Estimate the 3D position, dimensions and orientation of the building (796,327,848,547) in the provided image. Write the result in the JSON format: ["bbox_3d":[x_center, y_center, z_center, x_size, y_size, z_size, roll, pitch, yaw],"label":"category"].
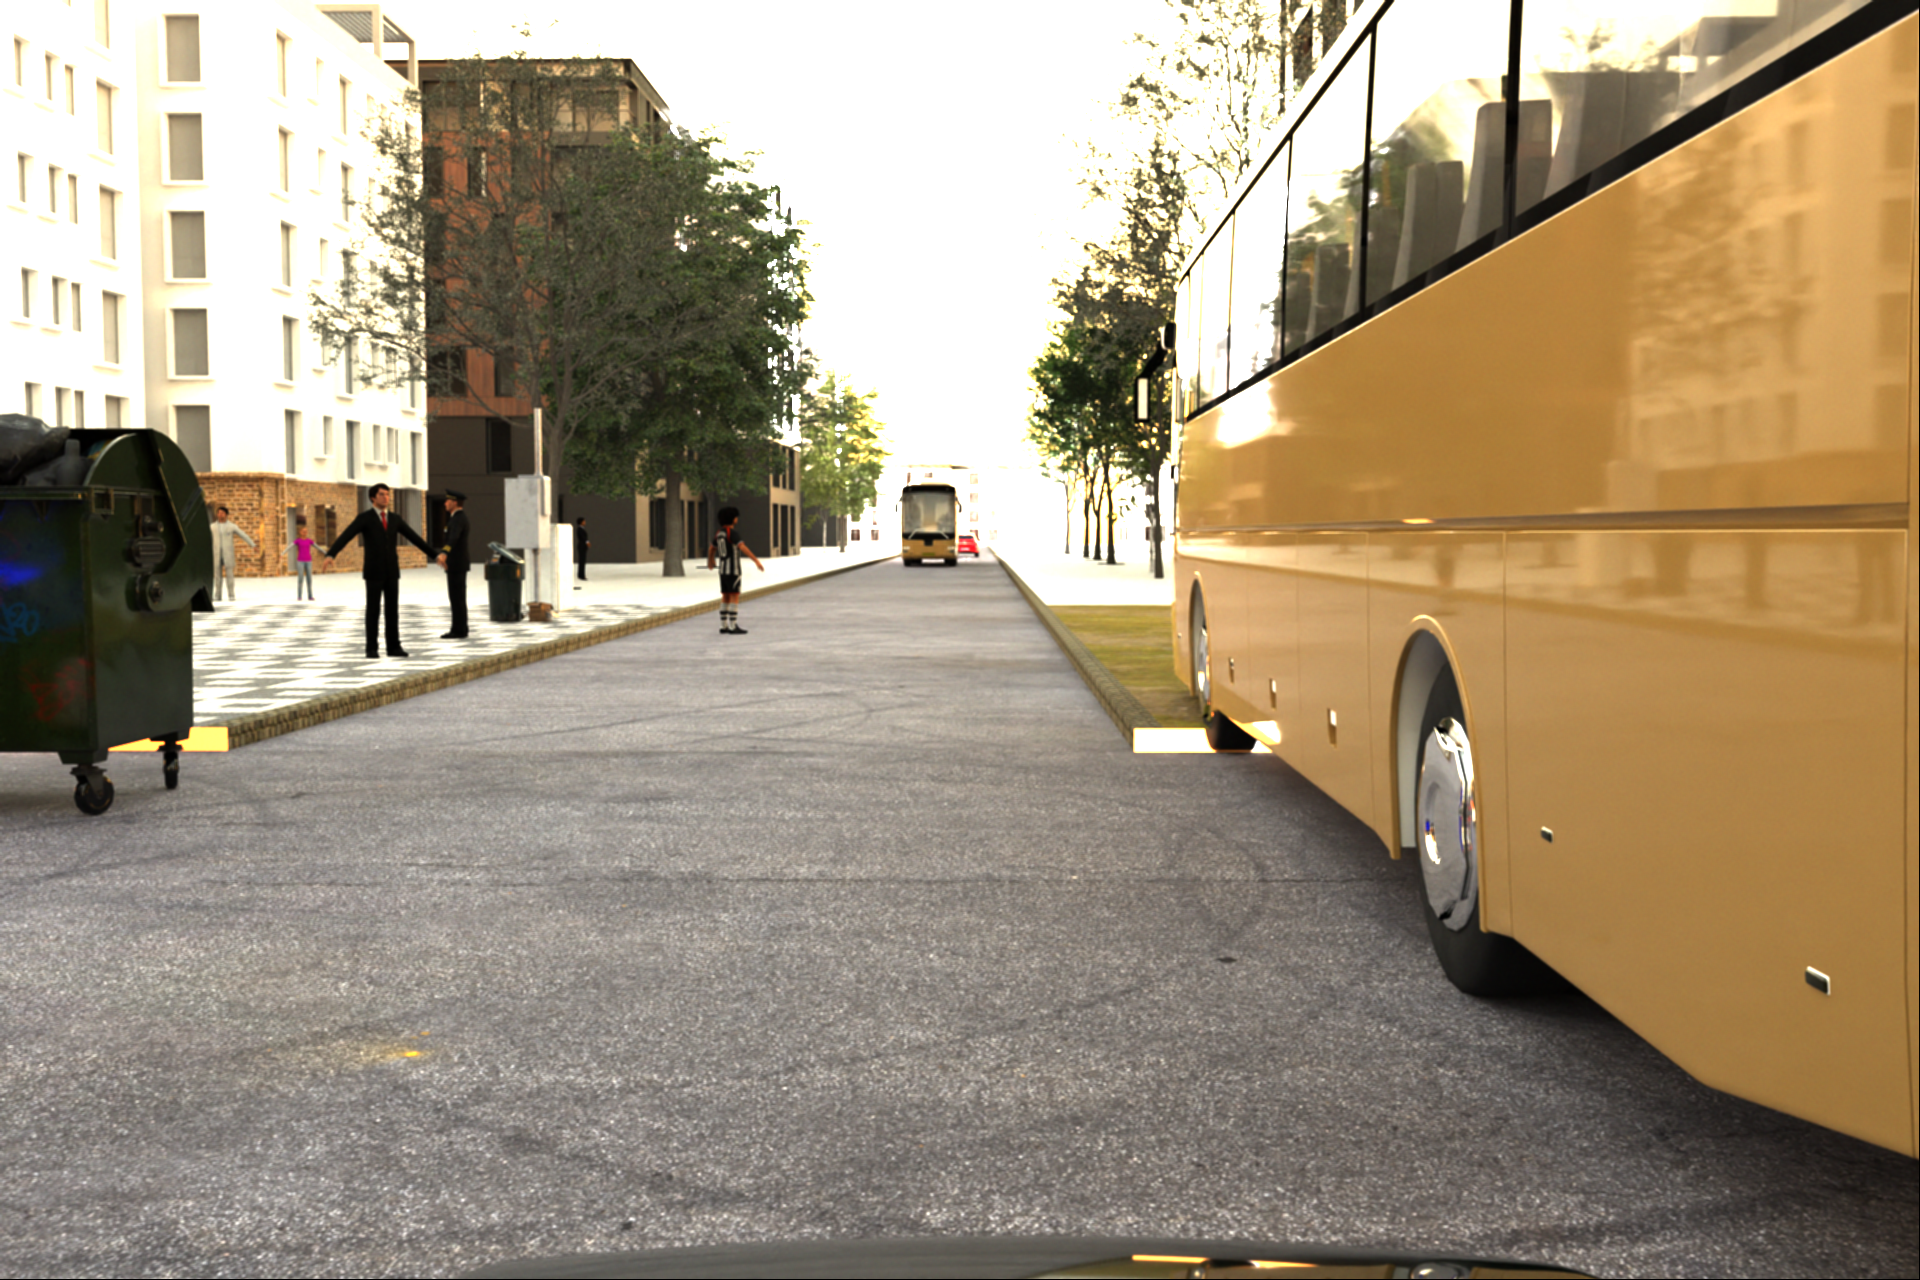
[{"bbox_3d":[-26.237,-19.972,170.510,27.936,21.610,32.646,0,4,1],"label":"building"}]

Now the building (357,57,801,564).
[{"bbox_3d":[-24.209,-15.121,91.205,27.936,21.610,32.646,0,4,1],"label":"building"}]

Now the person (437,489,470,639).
[{"bbox_3d":[-6.243,-0.945,21.384,0.705,1.837,1.347,-1,4,-8],"label":"person"}]

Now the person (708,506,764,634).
[{"bbox_3d":[-3.285,-0.997,24.910,0.704,1.843,1.345,-3,5,-41],"label":"person"}]

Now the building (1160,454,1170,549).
[{"bbox_3d":[21.986,-12.107,140.089,9.099,9.664,28.070,0,4,1],"label":"building"}]

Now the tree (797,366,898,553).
[{"bbox_3d":[-8.101,-12.199,117.583,7.486,12.596,7.792,0,3,0],"label":"tree"}]

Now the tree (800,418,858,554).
[{"bbox_3d":[-8.655,-9.819,110.906,4.737,8.622,4.395,0,3,0],"label":"tree"}]

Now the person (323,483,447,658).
[{"bbox_3d":[-6.000,-0.723,18.009,1.347,1.806,0.705,-3,5,-44],"label":"person"}]

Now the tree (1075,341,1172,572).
[{"bbox_3d":[6.311,-6.596,58.212,4.737,8.622,4.395,0,3,0],"label":"tree"}]

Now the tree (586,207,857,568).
[{"bbox_3d":[-9.409,-9.454,64.944,12.009,13.543,11.850,0,3,0],"label":"tree"}]

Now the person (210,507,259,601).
[{"bbox_3d":[-14.135,-1.653,33.219,1.347,1.806,0.705,-1,4,-10],"label":"person"}]

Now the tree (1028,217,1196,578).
[{"bbox_3d":[5.453,-7.062,49.872,7.601,10.594,8.767,-1,4,-19],"label":"tree"}]

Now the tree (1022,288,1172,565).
[{"bbox_3d":[6.261,-9.004,72.965,9.928,11.665,9.643,0,3,0],"label":"tree"}]

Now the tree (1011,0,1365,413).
[{"bbox_3d":[6.135,-7.659,35.591,12.009,13.543,11.850,0,3,0],"label":"tree"}]

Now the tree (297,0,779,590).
[{"bbox_3d":[-9.427,-7.921,39.882,12.009,13.543,11.850,0,3,0],"label":"tree"}]

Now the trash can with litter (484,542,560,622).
[{"bbox_3d":[-6.433,-0.860,25.440,1.055,1.170,0.624,0,4,2],"label":"trash can with litter"}]

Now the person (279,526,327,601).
[{"bbox_3d":[-12.636,-1.478,33.428,0.991,1.433,0.599,-2,4,-35],"label":"person"}]

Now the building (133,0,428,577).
[{"bbox_3d":[-25.341,-11.997,52.563,16.016,20.090,11.380,0,4,1],"label":"building"}]

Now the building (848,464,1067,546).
[{"bbox_3d":[-1.036,-16.045,206.947,28.070,9.664,9.099,0,4,0],"label":"building"}]

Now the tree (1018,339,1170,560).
[{"bbox_3d":[6.678,-9.697,84.309,9.928,11.665,9.643,0,3,0],"label":"tree"}]

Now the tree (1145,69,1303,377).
[{"bbox_3d":[5.673,-4.707,27.324,4.360,8.622,3.978,0,3,0],"label":"tree"}]

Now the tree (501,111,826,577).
[{"bbox_3d":[-8.780,-8.890,52.006,9.857,13.997,8.962,0,3,0],"label":"tree"}]

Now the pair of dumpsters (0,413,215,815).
[{"bbox_3d":[-6.448,-0.258,9.165,4.436,2.255,1.574,0,4,0],"label":"pair of dumpsters"}]

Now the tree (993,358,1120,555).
[{"bbox_3d":[6.871,-12.112,108.400,12.009,13.543,11.850,0,3,0],"label":"tree"}]

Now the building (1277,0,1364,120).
[{"bbox_3d":[25.072,-13.417,63.335,27.936,21.610,32.646,0,4,1],"label":"building"}]

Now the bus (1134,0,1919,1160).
[{"bbox_3d":[2.765,-1.017,8.178,2.896,3.916,12.252,0,4,1],"label":"bus"}]

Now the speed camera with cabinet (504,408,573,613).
[{"bbox_3d":[-6.805,-2.059,28.008,0.660,3.252,2.038,0,4,2],"label":"speed camera with cabinet"}]

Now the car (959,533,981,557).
[{"bbox_3d":[0.270,-6.091,108.631,2.155,1.783,4.494,0,4,-1],"label":"car"}]

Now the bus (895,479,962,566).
[{"bbox_3d":[-1.325,-5.461,80.831,2.896,3.916,12.252,0,4,0],"label":"bus"}]

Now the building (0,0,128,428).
[{"bbox_3d":[-28.199,-10.968,35.743,16.016,20.090,11.380,0,4,0],"label":"building"}]

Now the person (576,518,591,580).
[{"bbox_3d":[-10.447,-2.538,48.216,0.721,1.740,1.216,-1,4,-22],"label":"person"}]

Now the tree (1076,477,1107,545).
[{"bbox_3d":[16.413,-15.843,209.387,4.360,8.622,3.978,0,3,0],"label":"tree"}]

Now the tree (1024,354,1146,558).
[{"bbox_3d":[6.948,-10.283,93.890,9.928,11.665,9.643,0,3,0],"label":"tree"}]

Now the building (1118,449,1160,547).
[{"bbox_3d":[21.201,-13.972,170.587,9.099,9.664,28.070,0,4,0],"label":"building"}]
